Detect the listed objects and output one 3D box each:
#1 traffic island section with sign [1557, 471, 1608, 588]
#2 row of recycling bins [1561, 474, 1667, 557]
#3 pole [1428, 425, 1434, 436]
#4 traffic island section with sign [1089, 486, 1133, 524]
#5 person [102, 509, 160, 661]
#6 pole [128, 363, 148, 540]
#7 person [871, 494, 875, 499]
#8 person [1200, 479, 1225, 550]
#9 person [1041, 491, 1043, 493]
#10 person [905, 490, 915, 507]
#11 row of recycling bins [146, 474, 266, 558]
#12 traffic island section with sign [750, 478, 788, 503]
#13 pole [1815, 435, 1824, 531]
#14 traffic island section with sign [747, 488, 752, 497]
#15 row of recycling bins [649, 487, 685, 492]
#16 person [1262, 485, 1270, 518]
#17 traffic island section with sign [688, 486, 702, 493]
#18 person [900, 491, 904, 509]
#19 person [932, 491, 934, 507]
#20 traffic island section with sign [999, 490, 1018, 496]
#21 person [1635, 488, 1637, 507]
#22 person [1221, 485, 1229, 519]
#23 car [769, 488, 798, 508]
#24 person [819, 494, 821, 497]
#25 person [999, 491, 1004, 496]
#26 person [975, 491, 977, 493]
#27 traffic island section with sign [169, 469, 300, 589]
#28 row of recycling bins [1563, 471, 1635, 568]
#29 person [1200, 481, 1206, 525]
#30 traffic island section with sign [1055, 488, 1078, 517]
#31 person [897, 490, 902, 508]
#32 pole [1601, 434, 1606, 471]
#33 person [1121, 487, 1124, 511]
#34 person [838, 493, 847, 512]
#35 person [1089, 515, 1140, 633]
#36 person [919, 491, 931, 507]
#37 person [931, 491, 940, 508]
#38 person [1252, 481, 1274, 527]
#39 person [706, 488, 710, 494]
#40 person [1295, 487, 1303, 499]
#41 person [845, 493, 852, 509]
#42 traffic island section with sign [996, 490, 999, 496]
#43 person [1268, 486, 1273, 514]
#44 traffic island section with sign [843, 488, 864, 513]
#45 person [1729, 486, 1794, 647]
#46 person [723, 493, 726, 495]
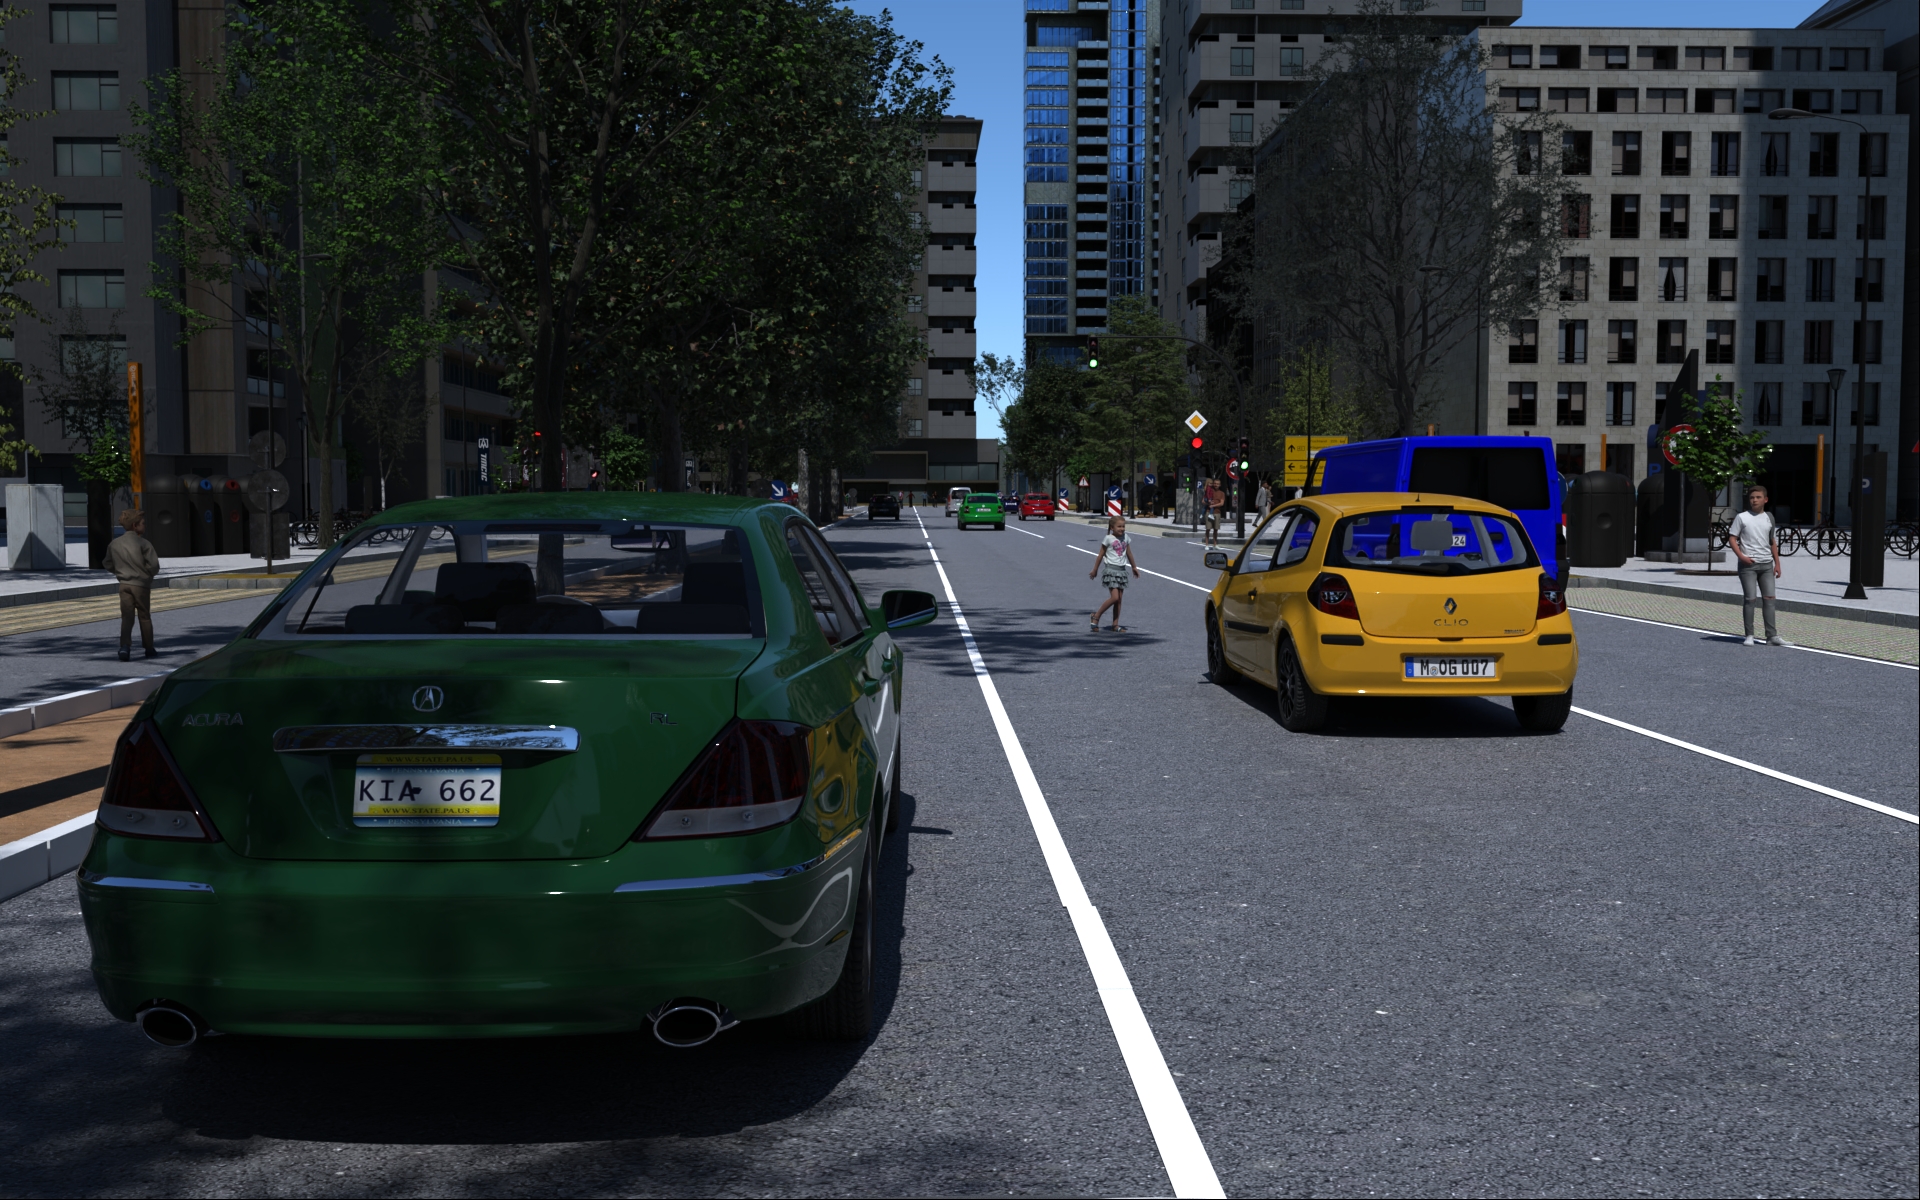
[{"bbox_3d":[8.813,-1.136,27.195,1.989,1.847,2.006,0,4,-2],"label":"traffic island section with sign"},{"bbox_3d":[12.816,-1.714,35.134,3.534,1.692,1.069,0,4,-1],"label":"row of recycling bins"},{"bbox_3d":[13.824,-3.491,50.918,0.158,3.312,0.155,0,3,0],"label":"pole"},{"bbox_3d":[7.176,-4.530,82.685,1.989,1.847,2.006,0,4,-2],"label":"traffic island section with sign"},{"bbox_3d":[-7.164,-0.136,14.991,0.475,1.303,0.640,-1,4,-12],"label":"person"},{"bbox_3d":[-12.812,-2.028,26.999,0.158,3.312,0.155,0,3,0],"label":"pole"},{"bbox_3d":[-9.378,-10.852,189.156,0.991,1.433,0.599,1,4,14],"label":"person"},{"bbox_3d":[6.418,-2.183,44.162,0.573,1.828,0.580,3,5,39],"label":"person"},{"bbox_3d":[9.181,-11.520,195.866,0.593,1.643,0.415,3,5,44],"label":"person"},{"bbox_3d":[-5.308,-10.862,186.052,1.348,1.831,0.705,-3,5,-43],"label":"person"},{"bbox_3d":[-15.851,-1.793,36.434,1.069,1.692,3.534,1,4,12],"label":"row of recycling bins"},{"bbox_3d":[-5.980,-3.006,57.285,2.006,1.907,1.989,0,4,-2],"label":"traffic island section with sign"},{"bbox_3d":[29.447,-4.007,59.355,0.158,3.312,0.155,0,3,0],"label":"pole"},{"bbox_3d":[-13.354,-6.156,109.276,1.989,1.847,2.006,0,4,-2],"label":"traffic island section with sign"},{"bbox_3d":[-17.232,-5.800,101.943,1.069,1.692,3.534,-3,4,-37],"label":"row of recycling bins"},{"bbox_3d":[14.809,-4.738,84.055,0.362,1.759,0.519,-2,4,-24],"label":"person"},{"bbox_3d":[-12.548,-4.491,82.049,1.989,1.847,2.006,0,4,-2],"label":"traffic island section with sign"},{"bbox_3d":[-5.711,-9.702,167.850,0.721,1.743,1.217,0,4,-8],"label":"person"},{"bbox_3d":[-2.887,-11.222,192.701,0.721,1.735,1.217,0,4,0],"label":"person"},{"bbox_3d":[4.866,-9.264,160.093,1.989,1.847,2.006,0,4,-2],"label":"traffic island section with sign"},{"bbox_3d":[24.456,-3.517,63.405,0.638,1.841,0.748,2,4,28],"label":"person"},{"bbox_3d":[13.799,-5.175,90.832,0.473,1.802,0.592,-3,4,-38],"label":"person"},{"bbox_3d":[-10.754,-5.778,103.149,2.281,1.827,5.304,0,4,-2],"label":"car"},{"bbox_3d":[-14.350,-10.152,174.499,1.348,1.821,0.705,3,5,42],"label":"person"},{"bbox_3d":[3.962,-9.515,164.740,0.551,1.740,0.621,2,4,26],"label":"person"},{"bbox_3d":[1.411,-9.213,159.844,1.217,1.743,0.721,1,4,13],"label":"person"},{"bbox_3d":[-10.901,-1.118,26.908,1.989,1.847,2.006,0,4,-2],"label":"traffic island section with sign"},{"bbox_3d":[11.698,-1.504,31.702,1.069,1.692,3.534,1,4,20],"label":"row of recycling bins"},{"bbox_3d":[10.260,-4.012,71.846,0.583,1.804,0.606,0,4,3],"label":"person"},{"bbox_3d":[6.376,-6.177,109.629,1.989,1.847,2.006,0,4,-2],"label":"traffic island section with sign"},{"bbox_3d":[-6.415,-10.688,183.118,0.599,1.838,0.709,1,4,17],"label":"person"},{"bbox_3d":[21.827,-3.974,58.817,0.158,3.312,0.155,0,3,0],"label":"pole"},{"bbox_3d":[12.366,-7.704,132.006,0.388,1.821,0.555,0,4,0],"label":"person"},{"bbox_3d":[-7.818,-6.501,114.883,0.616,1.811,0.778,1,4,14],"label":"person"},{"bbox_3d":[1.620,-0.277,18.039,0.505,1.210,0.382,-2,4,-34],"label":"person"},{"bbox_3d":[-4.064,-11.663,199.171,1.348,1.826,0.705,-1,4,-14],"label":"person"},{"bbox_3d":[-2.573,-10.721,184.615,1.217,1.723,0.721,-2,4,-33],"label":"person"},{"bbox_3d":[11.601,-3.678,66.446,0.850,1.792,0.678,2,4,29],"label":"person"},{"bbox_3d":[-20.231,-8.050,138.176,0.721,1.766,1.217,1,4,9],"label":"person"},{"bbox_3d":[15.147,-4.331,77.205,0.624,1.780,0.694,0,4,-1],"label":"person"},{"bbox_3d":[-10.695,-9.741,167.853,1.350,1.814,0.705,-2,4,-24],"label":"person"},{"bbox_3d":[4.059,-10.944,187.558,1.989,1.847,2.006,0,4,-2],"label":"traffic island section with sign"},{"bbox_3d":[18.750,-6.018,104.785,0.374,1.781,0.599,1,4,18],"label":"person"},{"bbox_3d":[-8.217,-7.600,132.390,2.006,1.907,1.989,0,4,-2],"label":"traffic island section with sign"},{"bbox_3d":[7.552,-0.321,16.344,0.503,1.515,0.523,-2,4,-32],"label":"person"},{"bbox_3d":[-18.171,-7.893,135.796,1.217,1.736,0.721,-1,4,-15],"label":"person"}]
